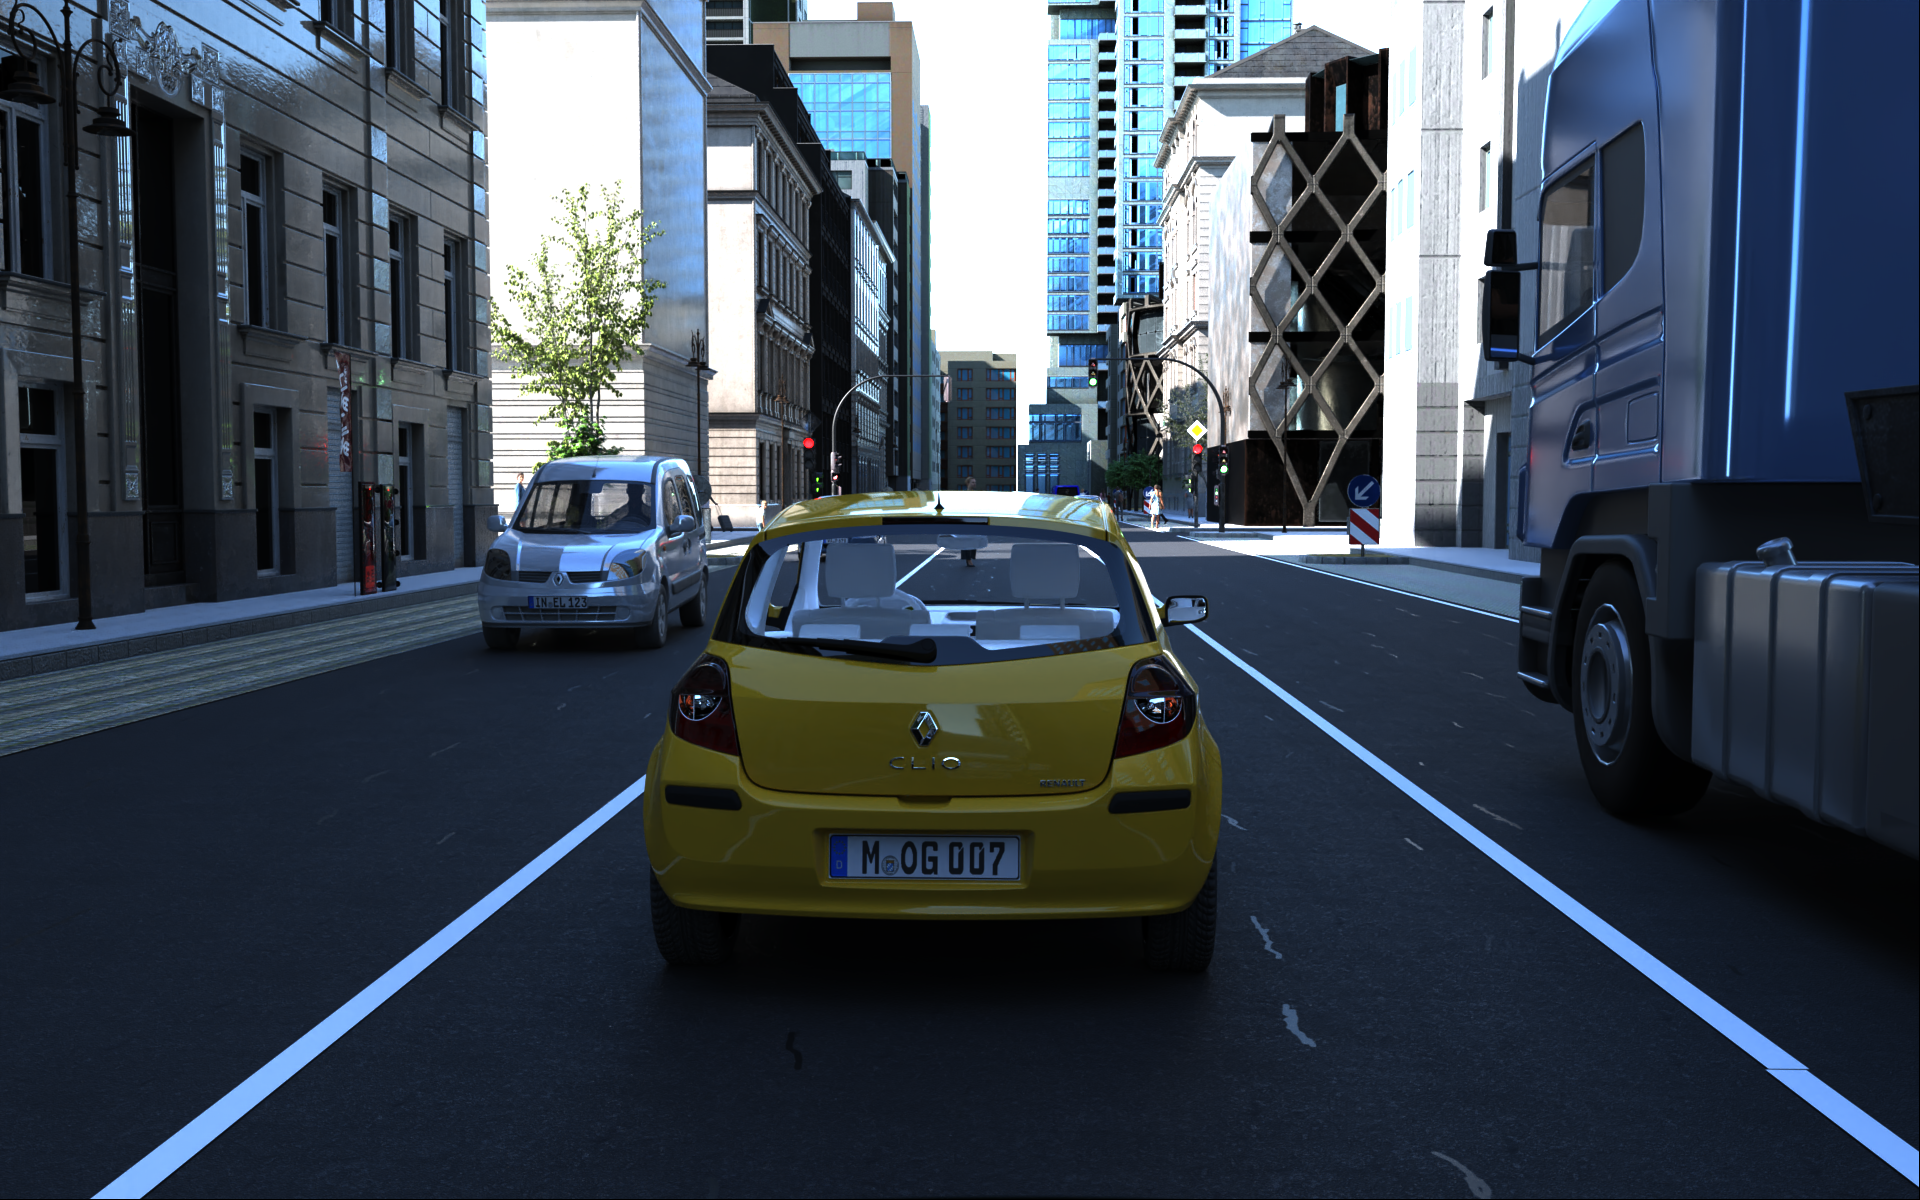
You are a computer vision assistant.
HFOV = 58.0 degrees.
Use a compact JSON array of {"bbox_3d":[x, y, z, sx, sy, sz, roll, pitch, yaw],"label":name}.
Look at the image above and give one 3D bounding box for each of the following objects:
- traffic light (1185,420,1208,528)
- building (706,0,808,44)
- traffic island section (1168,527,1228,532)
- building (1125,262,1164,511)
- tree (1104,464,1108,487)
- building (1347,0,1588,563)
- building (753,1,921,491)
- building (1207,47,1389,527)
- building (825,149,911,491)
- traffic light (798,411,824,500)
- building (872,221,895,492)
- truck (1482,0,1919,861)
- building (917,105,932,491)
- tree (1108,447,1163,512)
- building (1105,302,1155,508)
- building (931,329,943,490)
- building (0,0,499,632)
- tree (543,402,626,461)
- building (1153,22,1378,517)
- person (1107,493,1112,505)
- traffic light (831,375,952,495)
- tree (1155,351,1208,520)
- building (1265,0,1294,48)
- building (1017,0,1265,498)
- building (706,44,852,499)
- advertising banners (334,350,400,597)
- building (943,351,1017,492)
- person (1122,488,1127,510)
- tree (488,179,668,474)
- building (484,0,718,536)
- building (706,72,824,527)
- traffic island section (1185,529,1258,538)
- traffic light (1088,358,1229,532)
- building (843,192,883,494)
[{"bbox_3d":[8.970,-4.703,65.807,0.839,4.253,0.868,0,4,2],"label":"traffic light"},{"bbox_3d":[-31.908,-48.754,235.375,20.611,71.187,20.563,0,4,2],"label":"building"},{"bbox_3d":[9.010,-2.669,65.920,2.009,0.180,2.903,0,4,2],"label":"traffic island section"},{"bbox_3d":[21.011,-16.185,132.073,16.820,18.784,16.811,0,4,2],"label":"building"},{"bbox_3d":[13.889,-9.962,146.596,4.285,4.588,4.351,0,3,0],"label":"tree"},{"bbox_3d":[21.586,-30.580,41.981,21.231,58.520,28.212,0,4,2],"label":"building"},{"bbox_3d":[-10.954,-31.343,162.568,14.600,45.320,14.200,0,4,2],"label":"building"},{"bbox_3d":[19.837,-12.586,73.230,16.811,18.784,16.820,0,4,2],"label":"building"},{"bbox_3d":[-11.676,-23.071,148.909,14.160,30.474,14.107,0,4,2],"label":"building"},{"bbox_3d":[-5.025,-4.239,58.222,0.839,4.253,0.868,0,4,2],"label":"traffic light"},{"bbox_3d":[-11.008,-18.411,129.892,11.050,23.489,19.941,0,4,2],"label":"building"},{"bbox_3d":[3.652,-0.658,0.521,2.967,4.110,18.799,0,4,3],"label":"truck"},{"bbox_3d":[-10.263,-30.176,176.976,14.154,41.232,14.086,0,4,2],"label":"building"},{"bbox_3d":[12.869,-8.444,121.772,4.285,4.588,4.351,0,3,0],"label":"tree"},{"bbox_3d":[28.980,-19.901,170.424,27.650,21.520,28.899,0,4,2],"label":"building"},{"bbox_3d":[-17.299,-21.973,204.302,28.899,21.520,27.650,0,4,2],"label":"building"},{"bbox_3d":[-14.440,-13.559,18.953,12.463,27.353,25.104,0,4,2],"label":"building"},{"bbox_3d":[-7.759,-2.564,36.528,1.663,3.219,1.824,0,3,0],"label":"tree"},{"bbox_3d":[19.580,-19.492,106.077,14.401,28.519,23.554,0,4,2],"label":"building"},{"bbox_3d":[14.068,-9.421,163.339,0.557,1.426,1.065,-1,4,-23],"label":"person"},{"bbox_3d":[-2.692,-5.597,66.176,4.771,5.953,1.251,0,4,2],"label":"traffic light"},{"bbox_3d":[12.144,-8.316,86.326,4.360,8.622,3.978,0,3,0],"label":"tree"},{"bbox_3d":[26.623,-54.205,198.928,22.319,86.520,31.000,0,4,2],"label":"building"},{"bbox_3d":[23.303,-56.288,232.978,31.000,86.520,22.319,0,4,2],"label":"building"},{"bbox_3d":[-12.775,-16.157,93.845,12.332,23.373,15.834,0,4,2],"label":"building"},{"bbox_3d":[-7.562,-1.585,22.096,0.090,3.025,2.074,0,4,1],"label":"advertising banners"},{"bbox_3d":[-6.665,-24.088,238.879,28.899,21.520,27.650,0,4,2],"label":"building"},{"bbox_3d":[13.500,-8.339,142.384,1.348,1.824,0.705,0,4,0],"label":"person"},{"bbox_3d":[-8.795,-5.495,40.210,4.737,8.622,4.395,0,3,0],"label":"tree"},{"bbox_3d":[-18.246,-13.198,51.942,21.152,22.565,11.583,0,4,2],"label":"building"},{"bbox_3d":[-12.282,-12.954,76.426,10.561,19.102,19.286,0,4,2],"label":"building"},{"bbox_3d":[8.770,-2.181,57.939,2.009,0.180,2.903,0,4,2],"label":"traffic island section"},{"bbox_3d":[6.637,-5.081,57.747,4.771,5.953,1.251,0,4,2],"label":"traffic light"},{"bbox_3d":[-10.476,-16.008,110.875,9.793,20.994,18.267,0,4,2],"label":"building"}]
